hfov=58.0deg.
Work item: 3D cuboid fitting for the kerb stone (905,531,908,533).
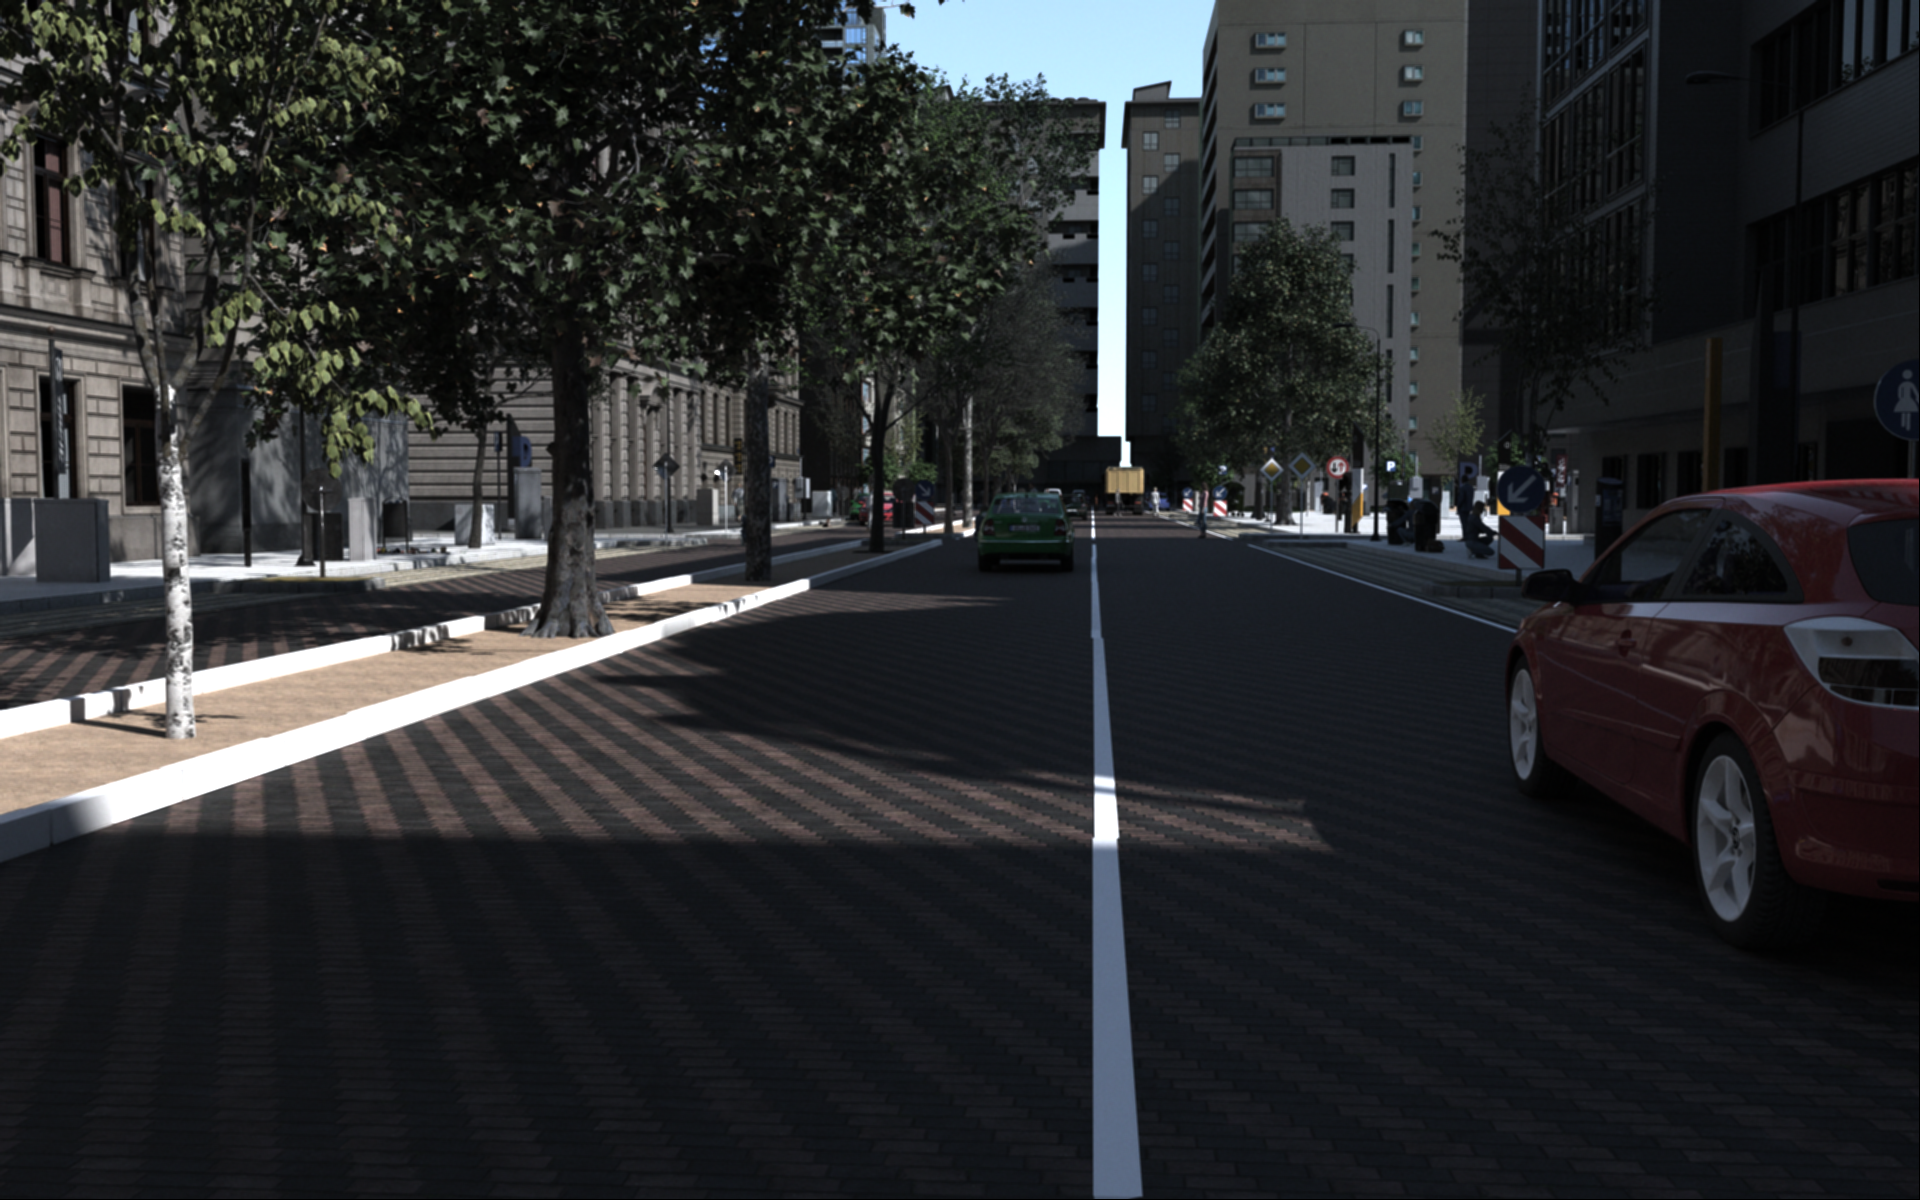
[{"bbox_3d":[-1.953,-2.211,58.372,0.120,0.150,1.000,0,4,4],"label":"kerb stone"}]

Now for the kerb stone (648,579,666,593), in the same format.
[{"bbox_3d":[-4.496,-0.176,25.156,0.120,0.150,1.000,0,4,4],"label":"kerb stone"}]

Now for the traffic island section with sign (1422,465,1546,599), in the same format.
[{"bbox_3d":[7.642,-0.972,24.519,1.989,1.847,2.006,0,4,4],"label":"traffic island section with sign"}]

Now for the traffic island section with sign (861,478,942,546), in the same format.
[{"bbox_3d":[-1.652,-2.469,48.509,2.006,1.907,1.989,0,4,4],"label":"traffic island section with sign"}]

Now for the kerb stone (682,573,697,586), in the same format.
[{"bbox_3d":[-4.342,-0.303,27.199,0.120,0.150,1.000,0,4,4],"label":"kerb stone"}]

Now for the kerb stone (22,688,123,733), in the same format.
[{"bbox_3d":[-5.588,0.698,10.825,0.120,0.150,1.000,0,4,4],"label":"kerb stone"}]

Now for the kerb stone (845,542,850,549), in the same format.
[{"bbox_3d":[-3.020,-1.370,44.593,0.120,0.150,1.000,0,4,4],"label":"kerb stone"}]

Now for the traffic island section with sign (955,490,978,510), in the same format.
[{"bbox_3d":[0.390,-9.158,158.361,1.989,1.847,2.006,0,4,4],"label":"traffic island section with sign"}]

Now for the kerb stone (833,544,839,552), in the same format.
[{"bbox_3d":[-3.170,-1.245,42.549,0.120,0.150,1.000,0,4,4],"label":"kerb stone"}]

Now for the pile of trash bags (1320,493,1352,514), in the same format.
[{"bbox_3d":[26.301,-6.854,121.808,1.912,1.369,3.447,-1,4,-17],"label":"pile of trash bags"}]

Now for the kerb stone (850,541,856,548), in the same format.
[{"bbox_3d":[-2.933,-1.433,45.626,0.120,0.150,1.000,0,4,4],"label":"kerb stone"}]

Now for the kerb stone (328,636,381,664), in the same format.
[{"bbox_3d":[-5.276,0.445,14.923,0.120,0.150,1.000,0,4,4],"label":"kerb stone"}]

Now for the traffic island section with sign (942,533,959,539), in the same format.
[{"bbox_3d":[-1.079,-2.921,55.894,2.006,1.907,1.989,0,4,4],"label":"traffic island section with sign"}]

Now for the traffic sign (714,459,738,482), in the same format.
[{"bbox_3d":[-7.672,-3.332,56.673,0.795,2.593,0.064,0,4,4],"label":"traffic sign"}]

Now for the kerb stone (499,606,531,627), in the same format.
[{"bbox_3d":[-4.959,0.195,19.009,0.120,0.150,1.000,0,4,4],"label":"kerb stone"}]

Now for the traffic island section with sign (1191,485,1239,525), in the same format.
[{"bbox_3d":[11.906,-4.388,80.366,1.989,1.847,2.006,0,4,4],"label":"traffic island section with sign"}]

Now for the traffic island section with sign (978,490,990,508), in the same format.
[{"bbox_3d":[2.462,-10.823,185.577,1.989,1.847,2.006,0,4,4],"label":"traffic island section with sign"}]

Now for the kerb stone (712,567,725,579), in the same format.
[{"bbox_3d":[-4.178,-0.431,29.247,0.120,0.150,1.000,0,4,4],"label":"kerb stone"}]

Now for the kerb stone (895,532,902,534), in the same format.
[{"bbox_3d":[-2.048,-2.150,57.354,0.120,0.150,1.000,0,4,4],"label":"kerb stone"}]

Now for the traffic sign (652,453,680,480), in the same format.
[{"bbox_3d":[-8.279,-2.845,48.711,0.795,2.593,0.064,0,4,4],"label":"traffic sign"}]

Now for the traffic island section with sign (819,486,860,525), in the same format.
[{"bbox_3d":[-5.497,-4.442,81.249,1.989,1.847,2.006,0,4,4],"label":"traffic island section with sign"}]

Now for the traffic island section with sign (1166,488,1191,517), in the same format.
[{"bbox_3d":[13.951,-6.032,107.243,1.989,1.847,2.006,0,4,4],"label":"traffic island section with sign"}]

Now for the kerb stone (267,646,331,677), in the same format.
[{"bbox_3d":[-5.351,0.507,13.904,0.120,0.150,1.000,0,4,4],"label":"kerb stone"}]

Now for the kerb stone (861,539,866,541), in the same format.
[{"bbox_3d":[-2.770,-1.559,47.680,0.120,0.150,1.000,0,4,4],"label":"kerb stone"}]

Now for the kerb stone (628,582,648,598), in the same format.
[{"bbox_3d":[-4.573,-0.118,24.133,0.120,0.150,1.000,0,4,4],"label":"kerb stone"}]

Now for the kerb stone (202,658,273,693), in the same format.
[{"bbox_3d":[-5.428,0.571,12.883,0.120,0.150,1.000,0,4,4],"label":"kerb stone"}]

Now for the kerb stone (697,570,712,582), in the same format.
[{"bbox_3d":[-4.258,-0.368,28.223,0.120,0.150,1.000,0,4,4],"label":"kerb stone"}]

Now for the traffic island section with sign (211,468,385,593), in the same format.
[{"bbox_3d":[-9.734,-1.051,25.820,1.989,1.847,2.006,0,4,4],"label":"traffic island section with sign"}]

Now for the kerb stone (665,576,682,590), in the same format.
[{"bbox_3d":[-4.424,-0.244,26.180,0.120,0.150,1.000,0,4,4],"label":"kerb stone"}]

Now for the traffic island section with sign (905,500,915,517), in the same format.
[{"bbox_3d":[-3.447,-6.086,108.127,1.989,1.847,2.006,0,4,4],"label":"traffic island section with sign"}]

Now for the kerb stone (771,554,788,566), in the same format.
[{"bbox_3d":[-3.719,-0.802,35.392,0.120,0.150,1.000,0,4,4],"label":"kerb stone"}]

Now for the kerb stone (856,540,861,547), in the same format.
[{"bbox_3d":[-2.852,-1.495,46.645,0.120,0.150,1.000,0,4,4],"label":"kerb stone"}]

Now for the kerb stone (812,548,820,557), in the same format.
[{"bbox_3d":[-3.396,-1.053,39.483,0.120,0.150,1.000,0,4,4],"label":"kerb stone"}]

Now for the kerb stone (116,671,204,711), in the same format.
[{"bbox_3d":[-5.510,0.633,11.855,0.120,0.150,1.000,0,4,4],"label":"kerb stone"}]

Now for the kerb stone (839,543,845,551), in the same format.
[{"bbox_3d":[-3.090,-1.307,43.567,0.120,0.150,1.000,0,4,4],"label":"kerb stone"}]

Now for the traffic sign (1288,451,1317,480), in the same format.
[{"bbox_3d":[9.362,-2.762,47.350,0.795,2.593,0.064,0,4,4],"label":"traffic sign"}]

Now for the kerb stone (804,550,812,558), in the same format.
[{"bbox_3d":[-3.479,-0.995,38.464,0.120,0.150,1.000,0,4,4],"label":"kerb stone"}]

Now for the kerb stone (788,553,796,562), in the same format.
[{"bbox_3d":[-3.645,-0.870,36.424,0.120,0.150,1.000,0,4,4],"label":"kerb stone"}]

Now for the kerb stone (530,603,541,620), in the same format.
[{"bbox_3d":[-4.885,0.133,20.034,0.120,0.150,1.000,0,4,4],"label":"kerb stone"}]

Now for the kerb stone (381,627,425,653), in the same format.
[{"bbox_3d":[-5.198,0.387,15.948,0.120,0.150,1.000,0,4,4],"label":"kerb stone"}]

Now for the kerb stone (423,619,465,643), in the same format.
[{"bbox_3d":[-5.121,0.319,16.972,0.120,0.150,1.000,0,4,4],"label":"kerb stone"}]

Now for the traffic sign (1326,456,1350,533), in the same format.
[{"bbox_3d":[12.573,-3.524,57.717,0.768,2.556,0.104,0,4,5],"label":"traffic sign"}]

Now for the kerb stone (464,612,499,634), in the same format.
[{"bbox_3d":[-5.041,0.257,17.991,0.120,0.150,1.000,0,4,4],"label":"kerb stone"}]

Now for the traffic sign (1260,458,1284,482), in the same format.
[{"bbox_3d":[9.969,-3.249,55.312,0.795,2.593,0.064,0,4,4],"label":"traffic sign"}]

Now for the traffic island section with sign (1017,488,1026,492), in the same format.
[{"bbox_3d":[4.626,-7.503,130.816,2.006,1.907,1.989,0,4,4],"label":"traffic island section with sign"}]

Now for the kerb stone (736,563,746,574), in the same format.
[{"bbox_3d":[-4.037,-0.556,31.291,0.120,0.150,1.000,0,4,4],"label":"kerb stone"}]

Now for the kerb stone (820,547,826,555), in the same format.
[{"bbox_3d":[-3.327,-1.120,40.511,0.120,0.150,1.000,0,4,4],"label":"kerb stone"}]

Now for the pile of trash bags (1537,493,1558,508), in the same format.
[{"bbox_3d":[39.322,-6.524,116.427,1.912,1.369,3.447,0,4,-7],"label":"pile of trash bags"}]

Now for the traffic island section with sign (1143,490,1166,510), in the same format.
[{"bbox_3d":[17.735,-9.066,156.853,1.989,1.847,2.006,0,4,4],"label":"traffic island section with sign"}]

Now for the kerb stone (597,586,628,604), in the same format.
[{"bbox_3d":[-4.654,-0.052,23.111,0.120,0.150,1.000,0,4,4],"label":"kerb stone"}]

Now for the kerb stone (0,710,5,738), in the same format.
[{"bbox_3d":[-5.667,0.759,9.806,0.120,0.150,1.000,0,4,4],"label":"kerb stone"}]

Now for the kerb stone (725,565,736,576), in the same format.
[{"bbox_3d":[-4.113,-0.494,30.268,0.120,0.150,1.000,0,4,4],"label":"kerb stone"}]

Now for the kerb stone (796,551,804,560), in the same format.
[{"bbox_3d":[-3.561,-0.933,37.445,0.120,0.150,1.000,0,4,4],"label":"kerb stone"}]

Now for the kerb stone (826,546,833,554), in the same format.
[{"bbox_3d":[-3.243,-1.182,41.529,0.120,0.150,1.000,0,4,4],"label":"kerb stone"}]
